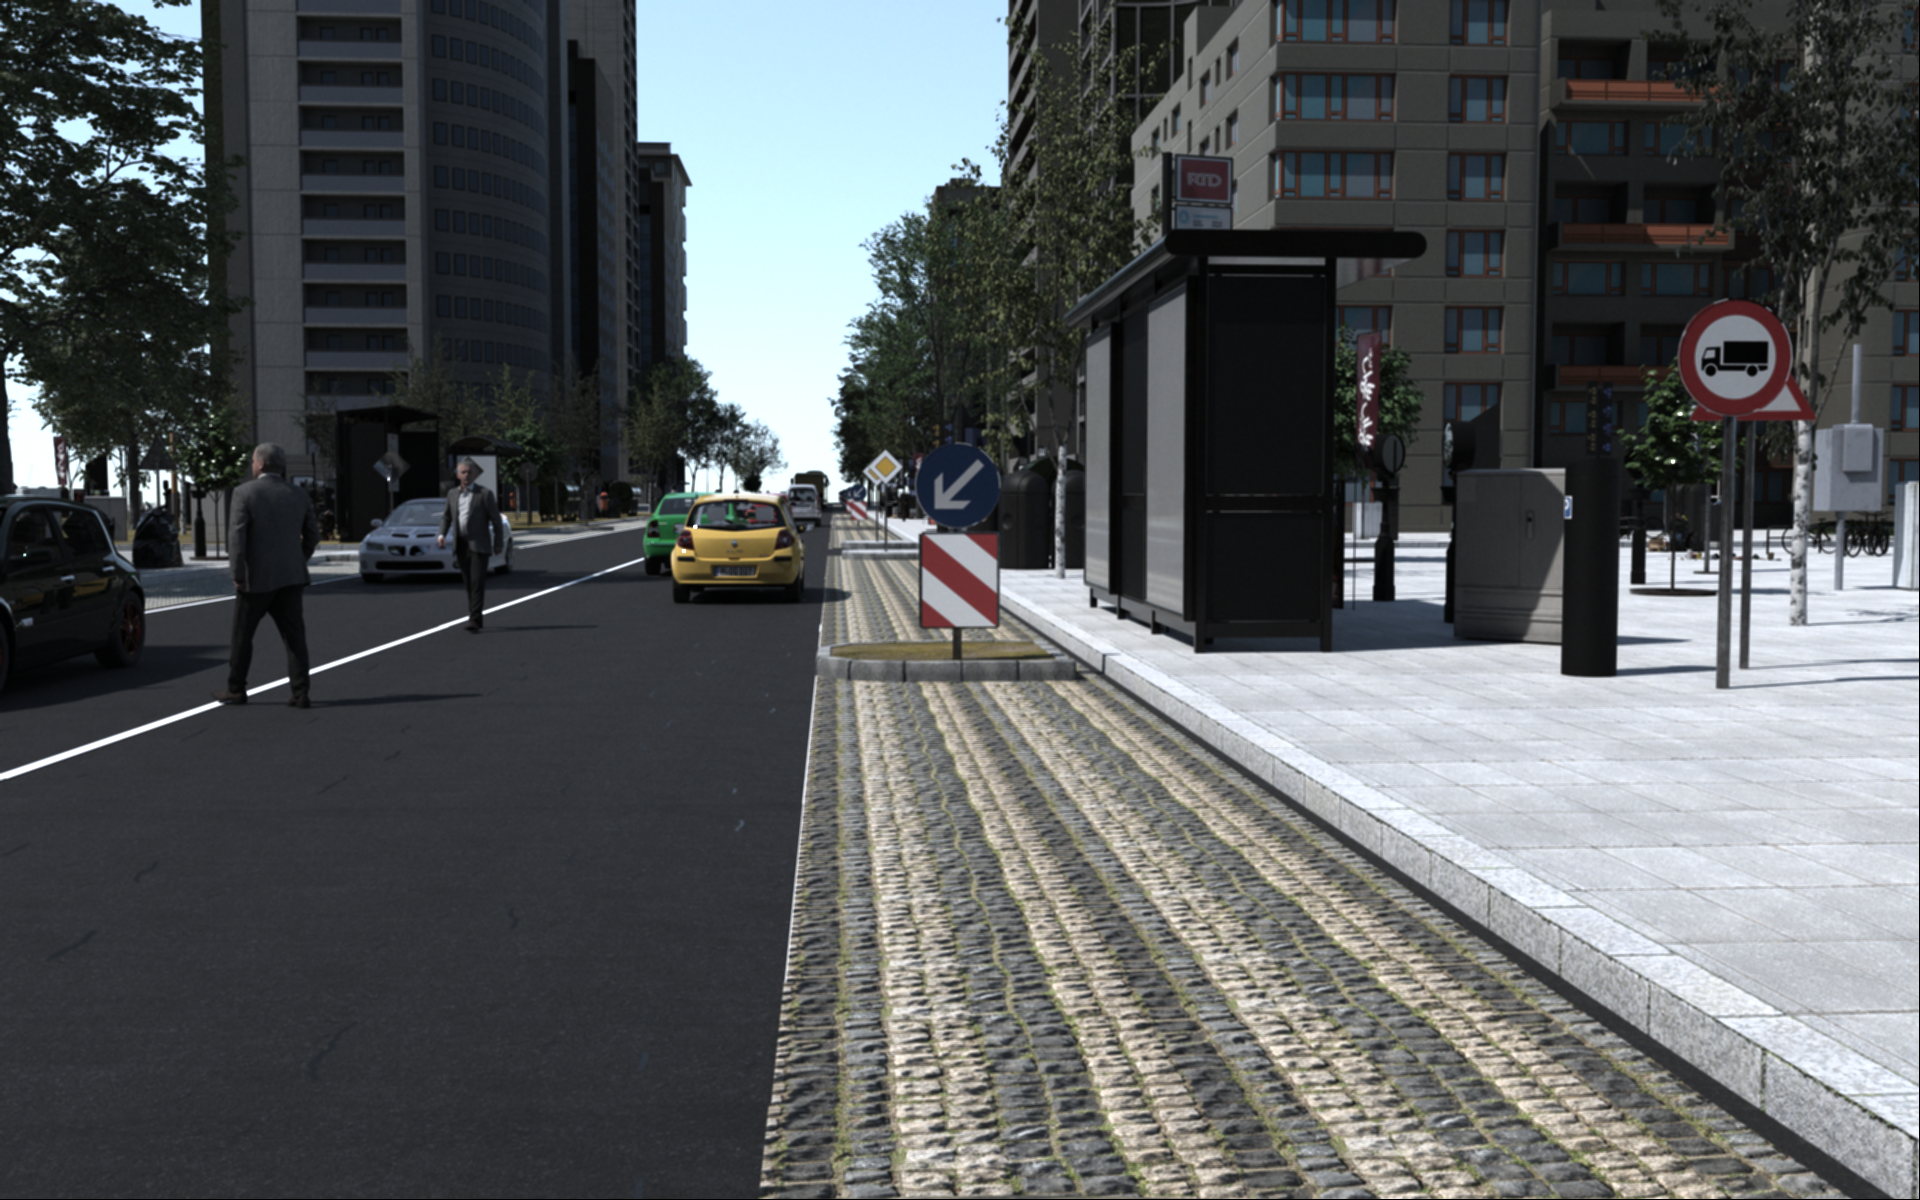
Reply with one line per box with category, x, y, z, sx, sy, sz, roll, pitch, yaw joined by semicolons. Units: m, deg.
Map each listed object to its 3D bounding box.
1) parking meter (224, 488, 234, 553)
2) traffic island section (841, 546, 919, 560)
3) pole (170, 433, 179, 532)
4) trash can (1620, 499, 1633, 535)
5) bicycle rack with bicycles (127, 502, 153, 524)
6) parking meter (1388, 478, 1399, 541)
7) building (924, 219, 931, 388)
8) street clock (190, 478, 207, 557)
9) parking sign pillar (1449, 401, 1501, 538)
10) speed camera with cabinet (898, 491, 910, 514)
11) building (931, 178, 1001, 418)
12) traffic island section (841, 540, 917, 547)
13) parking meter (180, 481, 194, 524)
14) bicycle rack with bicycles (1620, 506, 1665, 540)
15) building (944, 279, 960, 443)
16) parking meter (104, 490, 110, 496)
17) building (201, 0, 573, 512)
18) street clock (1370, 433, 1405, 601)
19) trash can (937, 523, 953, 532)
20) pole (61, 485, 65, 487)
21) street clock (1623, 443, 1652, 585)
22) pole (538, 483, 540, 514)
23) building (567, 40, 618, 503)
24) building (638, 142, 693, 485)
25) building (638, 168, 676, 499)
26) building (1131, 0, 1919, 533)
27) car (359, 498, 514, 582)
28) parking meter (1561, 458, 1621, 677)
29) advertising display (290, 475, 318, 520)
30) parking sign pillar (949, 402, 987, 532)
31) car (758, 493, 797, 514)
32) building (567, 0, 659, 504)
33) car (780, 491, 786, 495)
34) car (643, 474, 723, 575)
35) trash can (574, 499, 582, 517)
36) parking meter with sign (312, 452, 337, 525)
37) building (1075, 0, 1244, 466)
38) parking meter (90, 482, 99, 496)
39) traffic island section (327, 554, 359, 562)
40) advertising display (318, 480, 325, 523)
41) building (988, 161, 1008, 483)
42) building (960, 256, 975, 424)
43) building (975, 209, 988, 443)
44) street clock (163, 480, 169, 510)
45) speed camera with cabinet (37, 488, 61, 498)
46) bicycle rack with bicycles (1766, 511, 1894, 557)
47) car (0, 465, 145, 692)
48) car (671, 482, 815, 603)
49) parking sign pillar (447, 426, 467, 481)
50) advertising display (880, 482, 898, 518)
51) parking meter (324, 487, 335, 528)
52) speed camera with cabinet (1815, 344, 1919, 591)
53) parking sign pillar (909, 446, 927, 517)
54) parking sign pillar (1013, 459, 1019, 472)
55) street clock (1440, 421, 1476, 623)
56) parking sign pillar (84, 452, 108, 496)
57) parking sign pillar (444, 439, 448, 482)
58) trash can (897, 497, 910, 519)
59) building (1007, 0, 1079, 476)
parking meter;-15.840;-1.796;37.779;0.372;1.533;0.369;0;3;0
traffic island section;-1.635;-1.006;38.726;2.009;0.180;2.903;0;4;-4
pole;-26.259;-3.917;57.892;0.158;3.312;0.155;0;3;0
trash can;20.711;-2.603;54.217;0.748;1.137;0.748;0;3;0
bicycle rack with bicycles;-35.277;-3.700;73.883;2.852;0.926;2.925;0;4;6
parking meter;11.895;-2.559;47.551;0.255;1.863;0.399;1;4;21
building;5.882;-37.469;267.235;22.147;44.769;28.867;0;4;-4
street clock;-15.578;-1.890;35.467;0.358;2.002;0.471;-3;4;-36
parking sign pillar;15.014;-3.788;50.408;1.447;3.967;1.447;1;4;15
speed camera with cabinet;-2.580;-6.550;101.422;2.038;3.252;0.660;1;4;18
building;3.154;-36.398;245.217;14.600;45.320;14.200;0;4;-4
traffic island section;-2.212;-1.493;46.690;2.009;0.180;2.903;0;4;-4
parking meter;-32.745;-4.134;73.302;0.399;1.863;0.255;1;4;18
bicycle rack with bicycles;18.448;-2.228;49.816;2.925;0.926;2.852;3;4;37
building;4.774;-28.106;231.235;14.160;30.474;14.107;0;4;-4
parking meter;-51.781;-5.912;105.069;0.372;1.533;0.369;0;3;0
building;-42.607;-36.095;132.158;21.231;58.520;28.212;0;4;-4
street clock;5.096;-0.990;20.763;0.471;2.002;0.358;-3;5;-41
trash can;-0.444;-2.707;55.907;0.748;1.137;0.748;0;3;0
pole;-58.519;-7.289;113.017;0.158;3.312;0.155;0;3;0
street clock;9.656;-1.225;24.606;0.471;2.002;0.358;1;4;18
pole;-27.025;-7.185;111.318;0.158;3.312;0.155;0;3;0
building;-42.642;-32.112;175.146;14.600;45.320;14.200;0;4;-4
building;-55.619;-41.135;261.789;28.713;52.752;27.495;0;4;-4
building;-47.298;-36.148;241.127;14.600;45.320;14.200;0;4;-4
building;23.666;-13.831;71.170;28.899;21.520;27.650;0;4;-4
car;-8.930;-1.068;29.828;2.083;1.381;4.827;0;4;-4
parking meter;4.466;-0.235;12.259;0.372;1.533;0.369;0;3;0
advertising display;-22.831;-3.363;60.196;0.123;1.923;0.974;2;4;27
parking sign pillar;0.389;-3.846;51.357;1.447;3.967;1.447;2;4;24
car;-7.542;-3.637;68.499;2.155;1.783;4.494;0;4;-6
building;-49.864;-47.963;222.451;20.563;71.187;20.611;0;4;-4
car;-23.497;-13.741;233.343;2.281;1.827;5.304;0;4;-2
car;-4.767;-1.425;32.092;1.959;1.807;4.718;0;4;-3
trash can;-21.044;-5.138;95.659;0.748;1.137;0.748;0;3;0
parking meter with sign;-26.189;-4.672;72.642;1.738;3.016;0.543;-1;4;-15
building;16.895;-41.050;109.420;20.563;71.187;20.611;0;4;-4
parking meter;-42.177;-4.814;84.426;0.399;1.863;0.255;2;4;33
traffic island section;-12.448;-0.958;37.950;2.009;0.180;2.903;0;4;-4
advertising display;-29.068;-4.450;77.966;0.974;1.923;0.123;-2;4;-32
building;10.363;-23.294;152.565;14.160;30.474;14.107;0;4;-4
building;7.875;-25.023;180.833;14.160;30.474;14.107;0;4;-4
building;9.364;-24.154;166.611;14.160;30.474;14.107;0;4;-4
street clock;-41.378;-5.242;90.277;0.358;2.002;0.471;-2;4;-29
speed camera with cabinet;-25.442;-3.212;46.854;0.660;3.252;2.038;2;4;27
bicycle rack with bicycles;18.636;-1.417;36.558;2.925;0.926;2.852;-2;4;-28
car;-7.582;-0.192;12.922;2.009;1.686;4.222;0;4;-5
car;-3.051;-0.861;24.294;2.015;1.641;3.980;0;4;-4
parking sign pillar;-19.751;-4.970;69.729;1.447;3.967;1.447;-1;4;-16
advertising display;-3.853;-5.432;94.030;0.974;1.923;0.123;0;4;-8
parking meter;-23.940;-3.509;65.776;0.372;1.533;0.369;0;3;0
speed camera with cabinet;12.554;-1.759;23.095;2.038;3.252;0.660;0;4;5
parking sign pillar;-2.603;-6.649;97.180;1.447;3.967;1.447;0;4;0
parking sign pillar;4.124;-8.042;119.966;1.447;3.967;1.447;-1;4;-22
street clock;4.950;-0.775;17.240;0.358;2.002;0.471;0;4;3
parking sign pillar;-53.397;-7.251;107.025;1.447;3.967;1.447;3;5;42
parking sign pillar;-24.914;-5.934;85.490;1.447;3.967;1.447;1;4;16
trash can;-2.946;-4.817;90.407;0.748;1.137;0.748;0;3;0
building;15.364;-31.238;134.450;21.300;48.544;21.600;0;4;-4
